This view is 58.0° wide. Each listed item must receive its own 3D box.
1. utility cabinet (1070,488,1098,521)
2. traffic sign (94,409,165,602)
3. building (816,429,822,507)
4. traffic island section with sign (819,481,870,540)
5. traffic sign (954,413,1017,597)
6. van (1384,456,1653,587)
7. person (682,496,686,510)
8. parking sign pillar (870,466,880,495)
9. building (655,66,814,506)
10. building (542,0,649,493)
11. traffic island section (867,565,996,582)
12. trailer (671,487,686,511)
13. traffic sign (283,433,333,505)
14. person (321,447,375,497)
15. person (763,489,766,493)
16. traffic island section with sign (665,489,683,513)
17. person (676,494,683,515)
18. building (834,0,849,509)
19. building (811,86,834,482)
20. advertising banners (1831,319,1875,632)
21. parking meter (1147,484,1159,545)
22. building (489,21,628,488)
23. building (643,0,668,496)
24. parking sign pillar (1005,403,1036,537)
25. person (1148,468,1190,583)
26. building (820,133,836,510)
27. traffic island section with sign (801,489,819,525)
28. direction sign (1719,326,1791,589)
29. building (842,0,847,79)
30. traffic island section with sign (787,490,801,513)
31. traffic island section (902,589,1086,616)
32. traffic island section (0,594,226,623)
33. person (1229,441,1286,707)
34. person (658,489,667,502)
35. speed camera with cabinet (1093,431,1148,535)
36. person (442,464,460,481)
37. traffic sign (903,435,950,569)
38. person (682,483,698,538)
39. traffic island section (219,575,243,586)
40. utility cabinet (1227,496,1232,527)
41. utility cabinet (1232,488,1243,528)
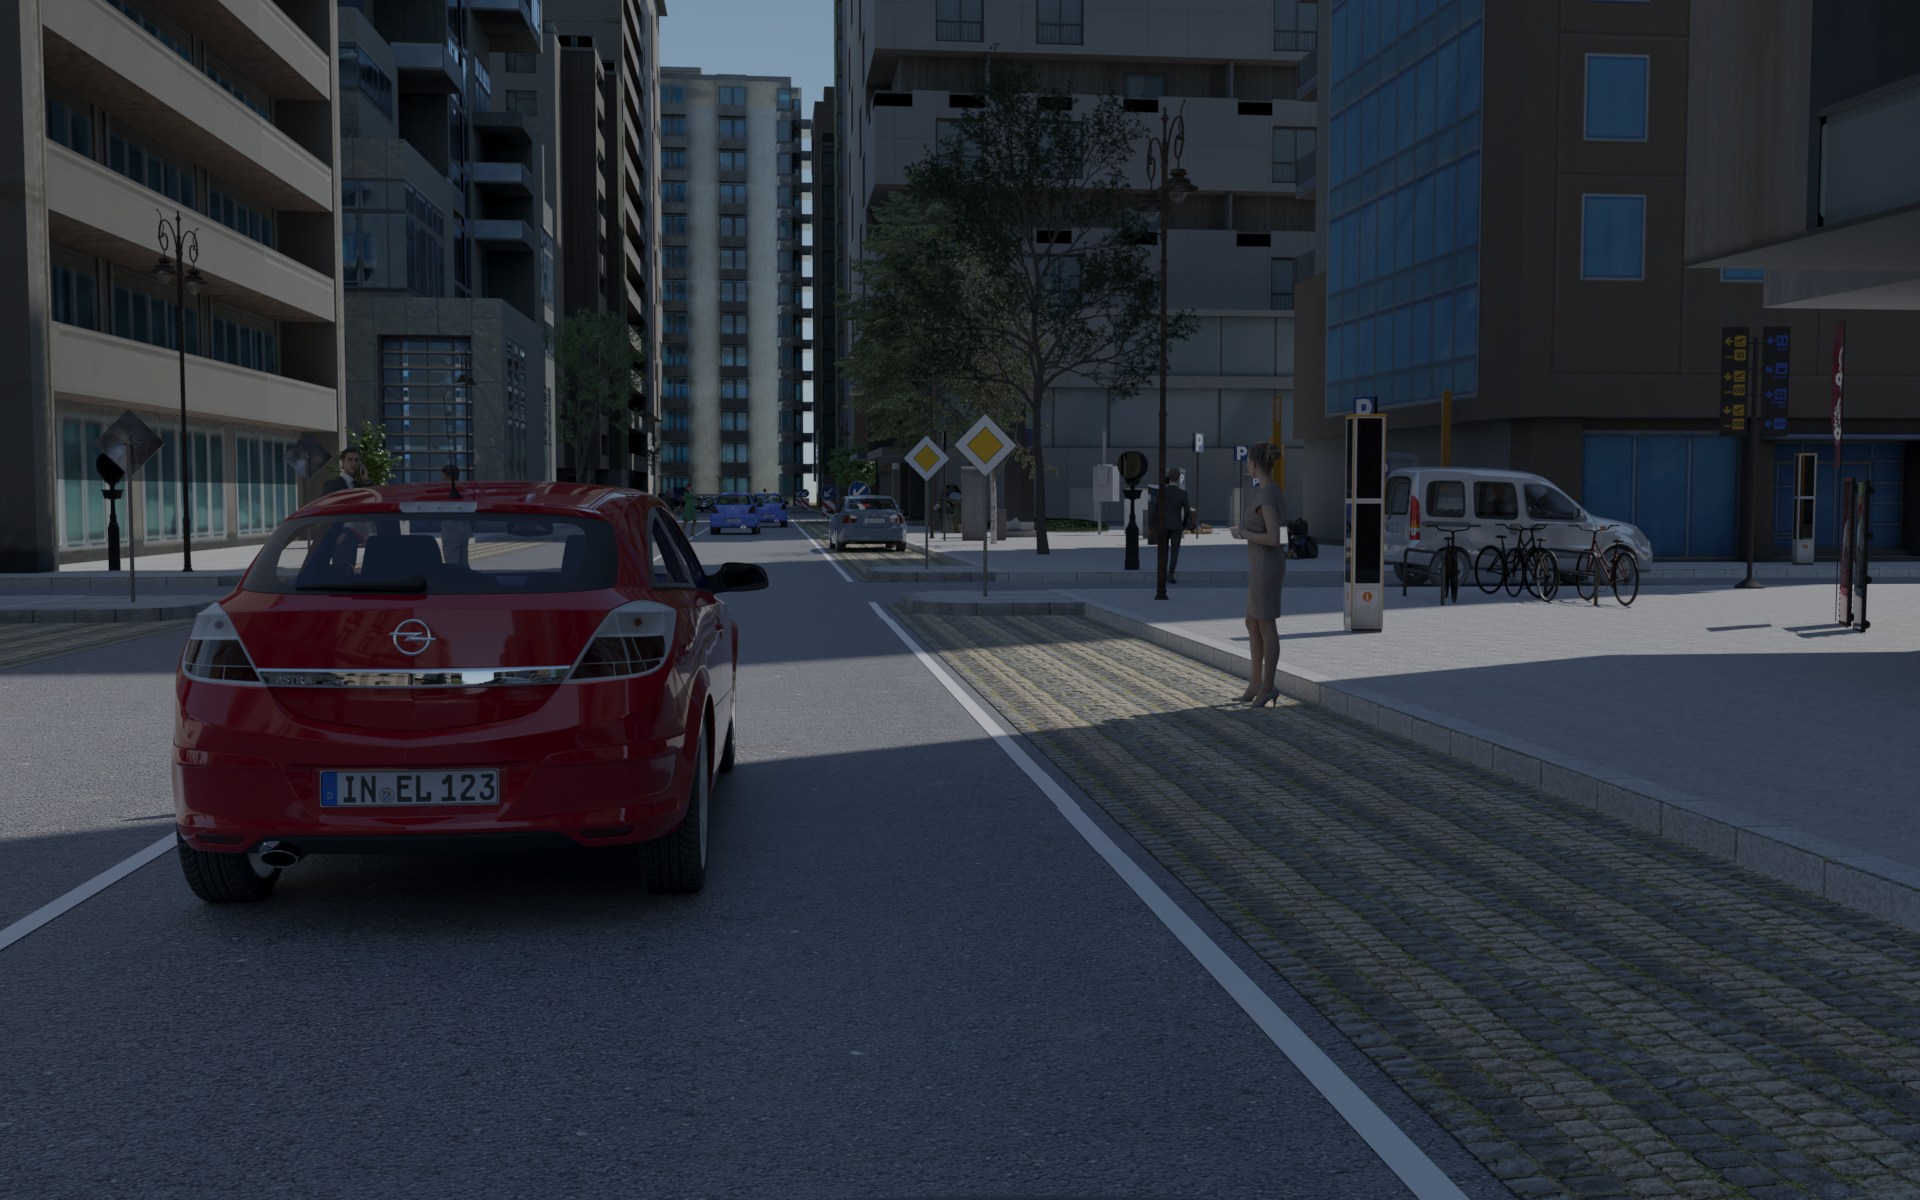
[{"bbox_3d":[4.681,-3.458,65.216,1.173,1.500,0.318,3,5,44],"label":"utility cabinet"},{"bbox_3d":[-9.822,-1.032,20.518,0.795,2.450,0.064,0,4,-6],"label":"traffic sign"},{"bbox_3d":[-2.215,-52.081,164.197,22.319,86.520,31.000,0,4,-6],"label":"building"},{"bbox_3d":[-3.306,-2.800,54.405,1.989,1.847,2.006,0,4,-6],"label":"traffic island section with sign"},{"bbox_3d":[0.312,-1.100,21.622,0.795,2.450,0.064,0,4,-6],"label":"traffic sign"},{"bbox_3d":[8.631,-1.219,26.945,4.112,2.044,2.013,0,4,-6],"label":"van"},{"bbox_3d":[-19.044,-6.608,119.725,0.799,1.438,0.628,3,5,42],"label":"person"},{"bbox_3d":[-5.103,-7.035,103.497,1.447,3.967,1.447,-1,4,-10],"label":"parking sign pillar"},{"bbox_3d":[-32.162,-35.313,196.975,30.456,49.044,23.786,0,4,-6],"label":"building"},{"bbox_3d":[-34.526,-30.758,126.593,21.300,48.544,21.600,0,4,-6],"label":"building"},{"bbox_3d":[-0.550,-0.450,29.638,2.009,0.180,2.903,0,4,-6],"label":"traffic island section"},{"bbox_3d":[-23.328,-8.376,143.999,1.471,1.999,3.904,0,4,-7],"label":"trailer"},{"bbox_3d":[-10.706,-1.518,28.454,0.795,2.450,0.064,0,4,-6],"label":"traffic sign"},{"bbox_3d":[-6.117,-0.584,17.411,0.474,1.900,0.648,1,4,9],"label":"person"},{"bbox_3d":[-13.723,-6.918,121.629,0.705,1.821,1.348,-1,4,-23],"label":"person"},{"bbox_3d":[-21.670,-7.404,129.686,1.989,1.847,2.006,0,4,-6],"label":"traffic island section with sign"},{"bbox_3d":[-19.061,-6.484,117.752,0.421,1.427,0.697,-2,4,-31],"label":"person"},{"bbox_3d":[-2.282,-27.171,127.841,14.154,41.232,14.086,0,4,-6],"label":"building"},{"bbox_3d":[-9.293,-33.290,194.394,14.200,45.320,14.600,0,4,-6],"label":"building"},{"bbox_3d":[8.666,-1.264,16.862,0.090,3.025,2.074,1,4,18],"label":"advertising banners"},{"bbox_3d":[4.919,-2.158,43.697,0.372,1.533,0.369,0,3,0],"label":"parking meter"},{"bbox_3d":[-28.846,-20.658,109.468,14.160,30.474,14.107,0,4,-6],"label":"building"},{"bbox_3d":[-41.741,-34.997,161.438,27.495,52.752,28.713,0,4,-6],"label":"building"},{"bbox_3d":[1.771,-3.871,51.769,1.447,3.967,1.447,-1,4,-21],"label":"parking sign pillar"},{"bbox_3d":[3.395,-1.204,27.958,0.659,1.850,0.755,1,4,13],"label":"person"},{"bbox_3d":[-4.461,-22.667,142.305,14.160,30.474,14.107,0,4,-6],"label":"building"},{"bbox_3d":[-6.318,-4.451,81.401,1.989,1.847,2.006,0,4,-6],"label":"traffic island section with sign"},{"bbox_3d":[10.763,-1.928,23.515,0.876,3.537,0.379,0,4,7],"label":"direction sign"},{"bbox_3d":[-0.400,-28.298,112.786,14.600,45.320,14.200,0,4,-6],"label":"building"},{"bbox_3d":[-11.822,-7.470,130.769,1.989,1.847,2.006,0,4,-6],"label":"traffic island section with sign"},{"bbox_3d":[0.335,0.035,21.702,2.009,0.180,2.903,0,4,-6],"label":"traffic island section"},{"bbox_3d":[-9.845,0.104,20.577,2.009,0.180,2.903,0,4,-6],"label":"traffic island section"},{"bbox_3d":[1.990,-0.168,11.590,0.374,1.781,0.599,1,4,11],"label":"person"},{"bbox_3d":[-21.419,-7.093,124.913,0.683,1.767,0.568,-3,4,-36],"label":"person"},{"bbox_3d":[5.202,-3.653,54.067,2.038,3.252,0.660,2,4,28],"label":"speed camera with cabinet"},{"bbox_3d":[-6.346,-0.789,21.574,0.466,1.800,0.511,0,4,6],"label":"person"},{"bbox_3d":[-0.572,-1.585,29.558,0.795,2.450,0.064,0,4,-6],"label":"traffic sign"},{"bbox_3d":[-8.836,-2.920,56.489,0.529,1.795,0.600,1,4,9],"label":"person"},{"bbox_3d":[-10.729,-0.381,28.513,2.009,0.180,2.903,0,4,-6],"label":"traffic island section"},{"bbox_3d":[10.859,-3.406,66.844,1.020,1.237,0.306,-1,4,-11],"label":"utility cabinet"},{"bbox_3d":[10.810,-3.441,64.947,1.173,1.500,0.318,0,4,-7],"label":"utility cabinet"}]
